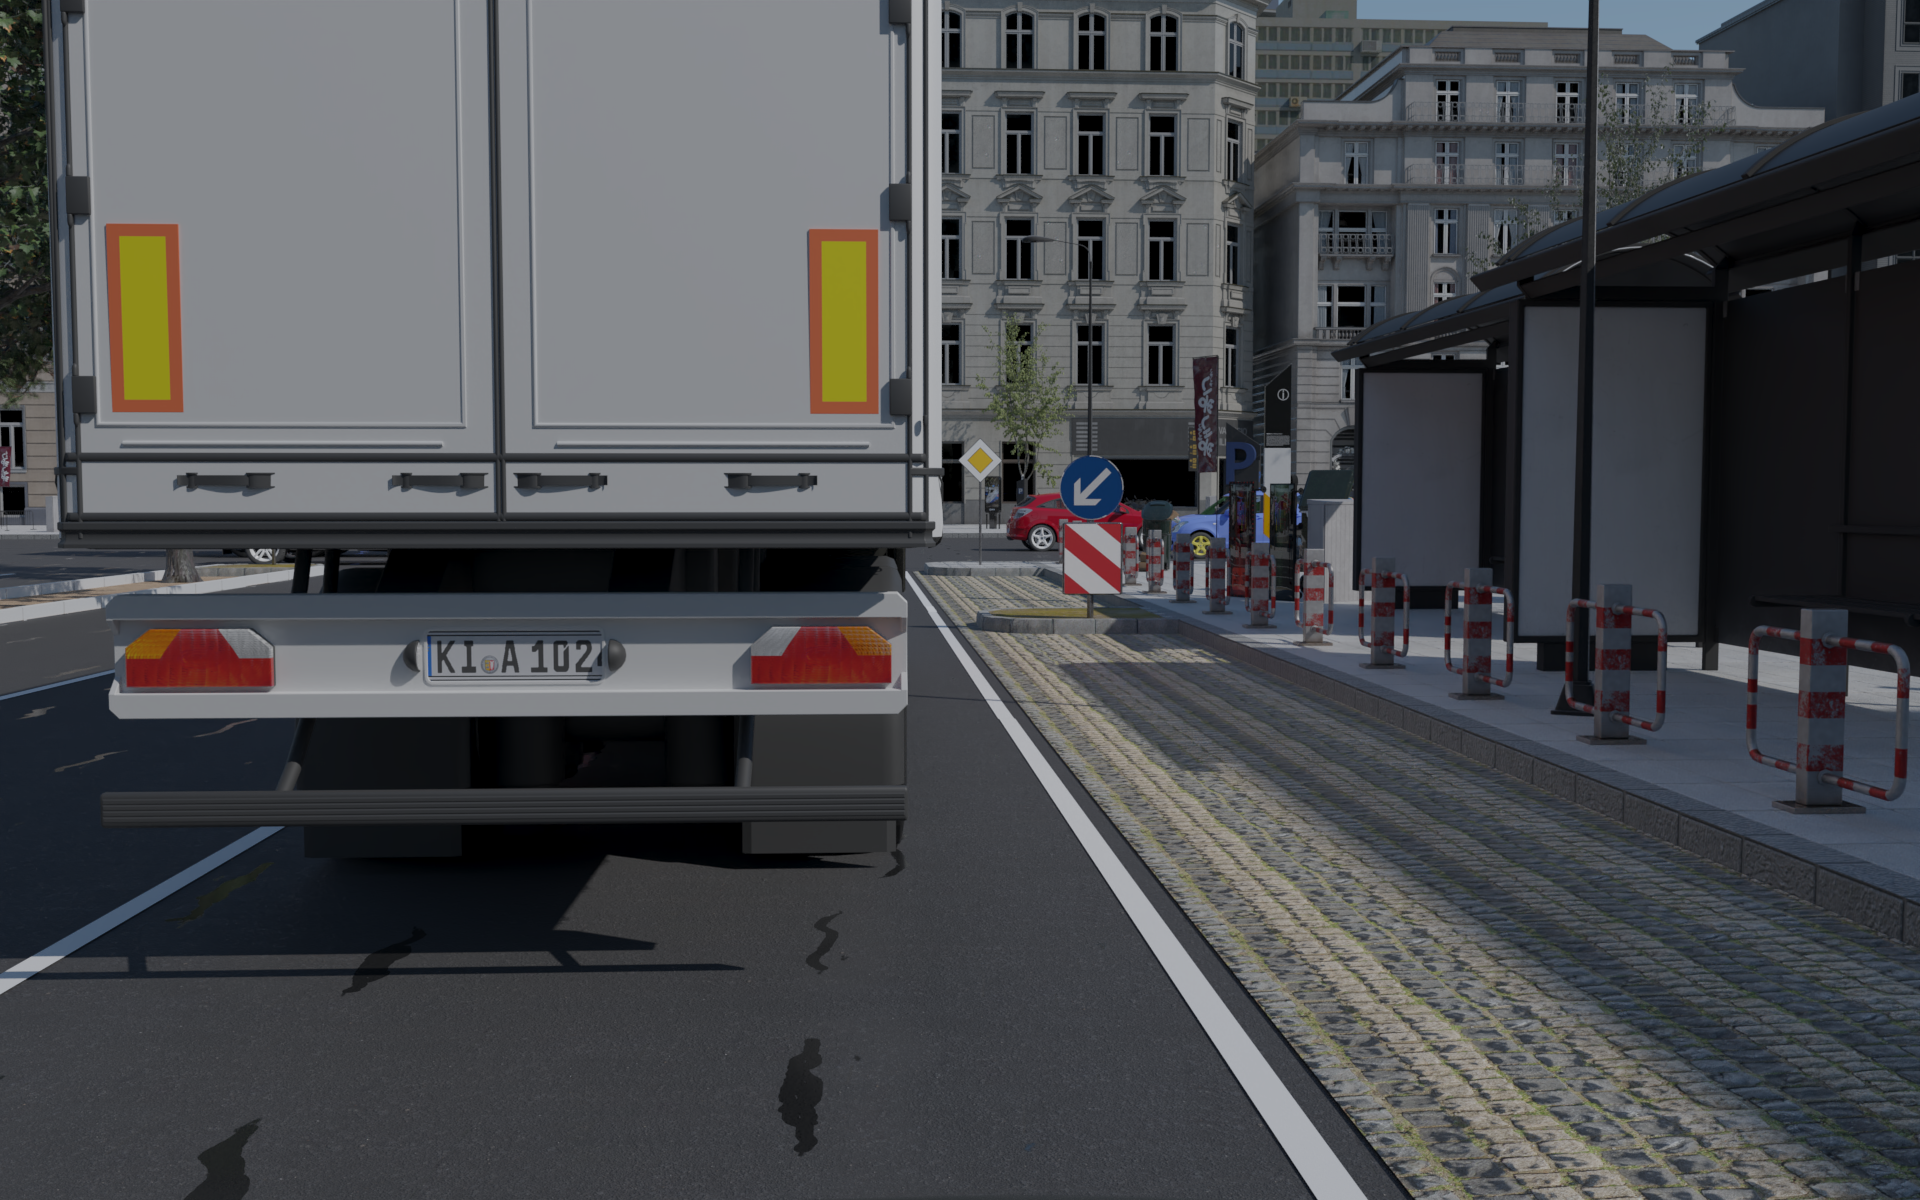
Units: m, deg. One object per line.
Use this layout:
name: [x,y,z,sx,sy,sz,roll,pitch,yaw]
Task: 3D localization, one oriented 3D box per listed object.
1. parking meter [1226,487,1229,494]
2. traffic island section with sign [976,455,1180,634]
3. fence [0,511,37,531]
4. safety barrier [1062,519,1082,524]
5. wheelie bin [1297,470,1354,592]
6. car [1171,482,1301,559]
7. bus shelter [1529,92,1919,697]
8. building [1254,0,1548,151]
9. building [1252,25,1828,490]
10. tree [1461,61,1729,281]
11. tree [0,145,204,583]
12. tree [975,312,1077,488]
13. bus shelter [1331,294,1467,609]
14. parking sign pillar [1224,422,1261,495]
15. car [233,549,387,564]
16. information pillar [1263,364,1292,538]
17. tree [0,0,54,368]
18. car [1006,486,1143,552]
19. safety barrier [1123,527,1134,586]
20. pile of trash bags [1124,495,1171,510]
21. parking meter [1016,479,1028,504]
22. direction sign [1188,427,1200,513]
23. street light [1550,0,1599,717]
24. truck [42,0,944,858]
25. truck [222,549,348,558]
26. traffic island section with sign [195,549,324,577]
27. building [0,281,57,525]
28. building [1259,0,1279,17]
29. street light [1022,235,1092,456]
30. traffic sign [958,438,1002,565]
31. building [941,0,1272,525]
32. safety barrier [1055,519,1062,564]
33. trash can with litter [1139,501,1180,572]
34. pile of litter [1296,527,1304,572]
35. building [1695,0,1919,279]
parking meter: [9.530,-3.208,60.861,0.372,1.533,0.369,0,3,0]
traffic island section with sign: [1.196,-0.605,18.525,1.989,1.847,2.006,0,4,-4]
fence: [-34.443,-2.879,62.450,2.069,0.683,0.278,0,4,-4]
safety barrier: [2.027,-0.963,30.022,0.300,0.817,1.120,0,4,-4]
wheelie bin: [4.799,-0.892,22.488,0.980,1.594,0.693,3,4,36]
car: [6.366,-1.808,39.146,3.694,1.707,1.945,0,4,-4]
bus shelter: [4.902,-0.985,10.021,2.014,3.302,5.546,0,4,-4]
building: [26.271,-27.268,137.719,32.217,40.220,23.993,0,4,-4]
building: [25.410,-14.541,79.537,24.055,21.916,13.314,0,4,-4]
tree: [11.186,-4.872,30.016,4.360,8.622,3.978,0,3,0]
tree: [-12.674,-6.305,27.596,6.751,12.117,7.091,0,3,0]
tree: [2.590,-7.288,69.524,4.737,8.622,4.395,0,3,0]
bus shelter: [5.333,-1.397,16.762,2.014,3.302,5.546,0,4,-4]
parking sign pillar: [10.543,-4.658,64.635,1.447,3.967,1.447,1,4,19]
car: [-12.268,-1.642,35.520,5.304,1.827,2.281,0,4,-4]
information pillar: [5.735,-2.439,31.236,0.504,3.616,0.183,0,4,-2]
tree: [-11.474,-6.091,19.057,9.611,12.733,9.660,0,3,0]
car: [3.418,-2.141,44.049,4.494,1.783,2.155,0,4,-4]
safety barrier: [2.392,-0.611,24.265,0.300,0.817,1.120,0,4,-4]
pile of trash bags: [6.936,-3.725,70.657,3.447,1.369,1.912,-1,4,-12]
parking meter: [2.382,-3.724,66.595,0.399,1.863,0.255,2,4,34]
direction sign: [8.111,-4.085,58.781,0.876,3.537,0.379,-2,4,-30]
street light: [3.079,-2.287,9.930,1.470,5.913,1.316,0,4,-4]
truck: [-1.549,-1.308,10.293,2.839,4.237,11.283,0,4,-3]
truck: [-12.741,-3.127,40.038,11.283,4.237,2.839,0,4,-2]
traffic island section with sign: [-12.412,-1.385,30.786,2.006,1.907,1.989,0,4,-4]
building: [-41.630,-17.733,75.835,20.117,28.700,13.634,0,4,-4]
building: [18.308,-37.967,162.764,21.231,58.520,28.212,0,4,-4]
street light: [1.813,-3.595,31.316,1.470,5.913,1.316,0,4,-4]
traffic sign: [0.363,-1.690,31.275,0.795,2.450,0.064,0,4,-4]
building: [-8.999,-18.520,79.217,44.131,29.872,17.030,0,4,-4]
safety barrier: [1.907,-1.080,31.935,0.300,0.817,1.120,0,4,-4]
trash can with litter: [3.298,-1.071,28.895,0.624,1.170,1.055,1,4,15]
pile of litter: [5.745,-0.926,29.107,1.176,0.858,1.719,-1,4,-14]
building: [49.373,-17.599,81.249,24.014,27.812,14.314,0,4,-4]
